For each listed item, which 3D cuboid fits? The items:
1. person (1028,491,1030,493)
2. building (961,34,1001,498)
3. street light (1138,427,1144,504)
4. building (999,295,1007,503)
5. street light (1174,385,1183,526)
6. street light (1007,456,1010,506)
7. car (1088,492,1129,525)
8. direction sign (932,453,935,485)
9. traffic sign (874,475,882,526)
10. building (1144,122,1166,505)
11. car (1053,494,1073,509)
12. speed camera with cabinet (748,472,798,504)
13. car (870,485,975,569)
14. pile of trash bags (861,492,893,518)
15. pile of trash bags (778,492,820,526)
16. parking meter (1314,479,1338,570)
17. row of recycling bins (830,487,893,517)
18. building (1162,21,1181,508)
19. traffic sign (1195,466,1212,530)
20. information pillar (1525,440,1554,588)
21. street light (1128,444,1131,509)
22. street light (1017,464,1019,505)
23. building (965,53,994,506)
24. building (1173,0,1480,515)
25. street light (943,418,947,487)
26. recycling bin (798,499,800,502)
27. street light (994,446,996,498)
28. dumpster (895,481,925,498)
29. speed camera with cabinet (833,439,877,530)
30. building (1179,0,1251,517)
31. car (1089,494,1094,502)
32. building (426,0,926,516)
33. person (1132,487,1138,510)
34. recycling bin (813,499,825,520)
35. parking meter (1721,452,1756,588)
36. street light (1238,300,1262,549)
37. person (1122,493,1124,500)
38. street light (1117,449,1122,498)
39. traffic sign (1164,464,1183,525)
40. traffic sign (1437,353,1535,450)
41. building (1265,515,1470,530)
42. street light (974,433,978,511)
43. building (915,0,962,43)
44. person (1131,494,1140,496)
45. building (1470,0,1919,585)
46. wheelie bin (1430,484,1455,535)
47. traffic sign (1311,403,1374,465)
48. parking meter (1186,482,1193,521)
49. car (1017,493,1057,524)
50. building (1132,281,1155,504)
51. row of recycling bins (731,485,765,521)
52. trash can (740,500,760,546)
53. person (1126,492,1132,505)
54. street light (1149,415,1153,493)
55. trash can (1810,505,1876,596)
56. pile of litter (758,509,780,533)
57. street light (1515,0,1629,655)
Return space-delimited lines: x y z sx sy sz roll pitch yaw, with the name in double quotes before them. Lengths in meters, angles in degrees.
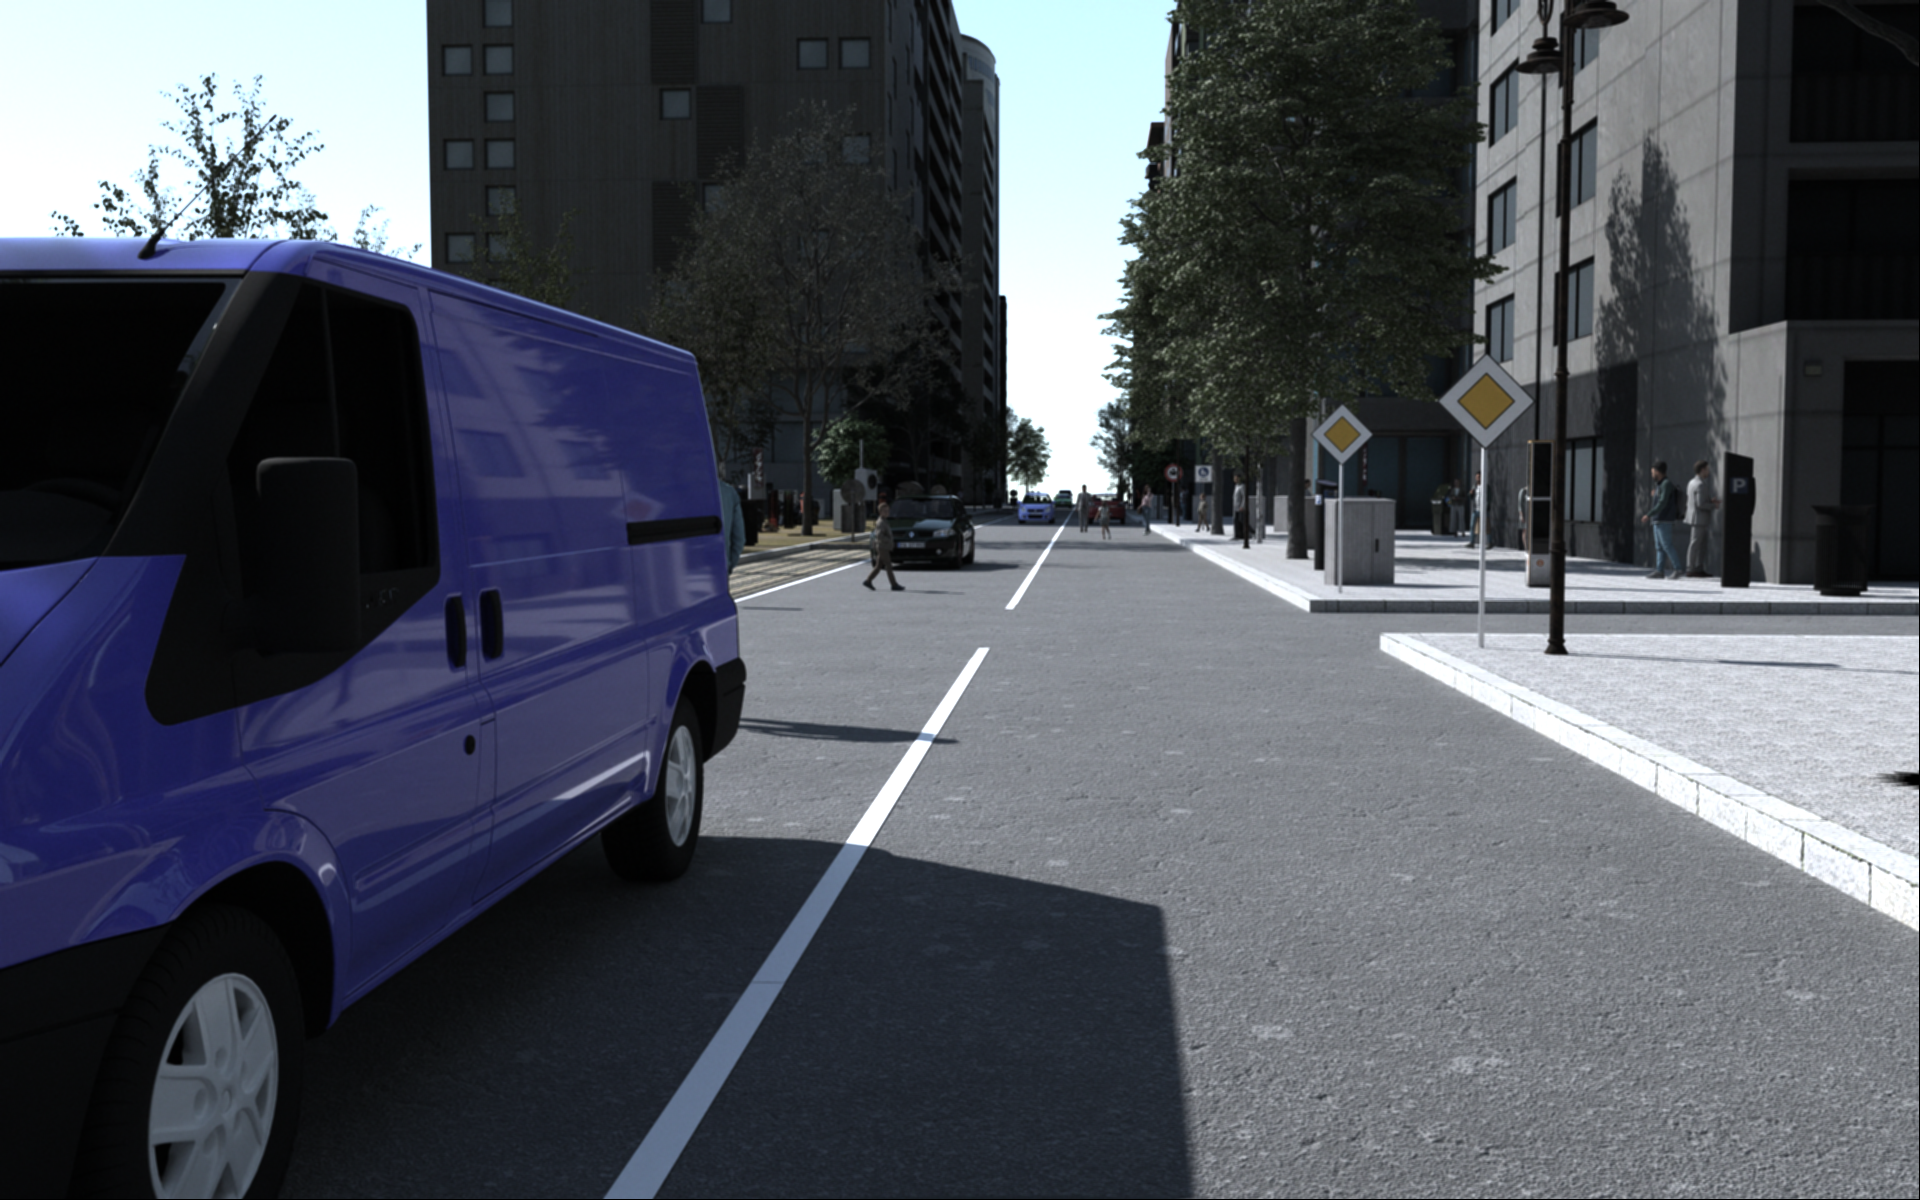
"person" 7.548 -10.956 188.317 0.721 1.739 1.217 -3 5 -41
"building" -6.118 -41.522 220.880 21.231 58.520 28.212 0 4 4
"street light" 12.161 -8.789 116.483 0.468 5.910 1.993 0 4 4
"building" -0.715 -28.797 242.525 14.160 30.474 14.107 0 4 4
"street light" 8.687 -5.878 68.896 0.468 5.910 1.993 0 4 4
"street light" 5.061 -12.835 182.639 0.468 5.910 1.993 0 4 4
"car" 7.022 -4.521 82.962 2.155 1.783 4.494 0 4 5
"direction sign" -1.471 -6.351 95.833 0.379 3.537 0.876 -1 4 -10
"traffic sign" -3.383 -4.063 68.566 0.606 2.300 0.079 0 4 6
"building" 32.567 -33.408 200.841 22.147 44.769 28.867 0 4 4
"car" 10.064 -9.865 170.086 1.959 1.807 4.718 0 4 3
"speed camera with cabinet" -7.991 -4.872 73.991 2.038 3.252 0.660 -1 4 -17
"car" -0.705 -1.504 34.382 2.009 1.686 4.222 0 4 6
"pile of trash bags" -4.452 -5.088 92.948 1.912 1.369 3.447 -1 4 -16
"pile of trash bags" -6.679 -3.762 71.256 1.912 1.369 3.447 -1 4 -20
"parking meter" 6.187 -1.276 29.271 0.372 1.533 0.369 0 3 0
"row of recycling bins" -5.479 -5.472 96.572 3.534 1.692 1.069 -1 4 -17
"building" 26.254 -31.295 161.786 14.600 45.320 14.200 0 4 4
"traffic sign" 8.617 -3.621 61.331 0.606 2.300 0.079 0 4 4
"information pillar" 7.975 -1.183 23.832 0.304 2.012 0.304 1 4 10
"street light" 14.178 -10.567 145.564 0.468 5.910 1.993 0 4 4
"street light" 6.983 -14.556 210.776 0.468 5.910 1.993 0 4 4
"building" -7.403 -34.968 195.421 21.300 48.544 21.600 0 4 4
"building" 28.766 -31.772 139.082 23.786 49.044 30.456 0 4 4
"street light" -0.877 -7.762 99.689 0.468 5.910 1.993 0 4 4
"recycling bin" -7.950 -4.206 81.325 0.722 1.027 0.722 -1 4 -23
"street light" 3.181 -11.238 156.537 0.468 5.910 1.993 0 4 4
"dumpster" -2.310 -4.509 79.473 1.264 1.857 1.865 0 4 4
"speed camera with cabinet" -3.740 -4.136 61.966 0.660 3.252 2.038 2 4 31
"building" 21.915 -26.540 117.522 14.154 41.232 14.086 0 4 4
"car" 17.400 -13.703 232.832 1.959 1.807 4.718 0 4 6
"building" -16.730 -32.014 112.669 28.713 52.752 27.495 0 4 4
"person" 14.111 -8.172 139.665 0.705 1.823 1.348 -1 4 -8
"recycling bin" -7.188 -4.559 87.094 0.722 1.027 0.722 0 4 -8
"parking meter" 10.704 -1.107 23.810 0.399 1.863 0.255 1 4 21
"street light" 6.754 -4.152 40.674 0.468 5.910 1.993 0 4 4
"person" 18.269 -11.537 194.754 0.705 1.814 1.350 0 4 -5
"street light" 16.135 -12.260 173.235 0.468 5.910 1.993 0 4 4
"traffic sign" 8.947 -4.434 72.604 0.768 2.556 0.104 1 4 11
"traffic sign" 4.366 -0.744 14.361 0.795 2.593 0.064 0 4 4
"building" 23.384 -27.756 73.418 23.786 49.044 30.456 0 4 4
"street light" 1.087 -9.478 127.745 0.468 5.910 1.993 0 4 4
"building" -11.149 -32.714 158.578 21.300 48.544 21.600 0 4 4
"person" 19.546 -11.415 192.614 1.348 1.831 0.705 2 4 31
"building" 22.638 -36.305 31.845 20.611 71.187 20.563 0 4 4
"wheelie bin" 15.165 -2.830 54.182 0.693 1.594 0.980 -1 4 -19
"traffic sign" 4.935 -1.232 22.326 0.795 2.593 0.064 0 4 4
"parking meter" 11.085 -4.762 83.564 0.255 1.863 0.399 -1 4 -10
"car" 3.753 -4.577 84.429 1.945 1.707 3.694 0 4 5
"building" 29.301 -27.649 223.768 14.160 30.474 14.107 0 4 4
"row of recycling bins" -10.031 -4.368 78.537 1.069 1.692 3.534 2 4 25
"trash can" -5.321 -1.916 42.979 0.748 1.137 0.748 0 3 0
"person" 19.204 -11.590 196.071 0.617 1.759 0.750 1 4 16
"street light" 10.720 -7.589 96.869 0.468 5.910 1.993 0 4 4
"trash can" 11.137 -0.625 21.879 0.748 1.137 0.748 0 3 0
"pile of litter" -6.569 -2.705 58.200 1.176 0.858 1.719 1 4 22
"street light" 4.786 -2.504 13.724 0.468 5.910 1.993 0 4 4
